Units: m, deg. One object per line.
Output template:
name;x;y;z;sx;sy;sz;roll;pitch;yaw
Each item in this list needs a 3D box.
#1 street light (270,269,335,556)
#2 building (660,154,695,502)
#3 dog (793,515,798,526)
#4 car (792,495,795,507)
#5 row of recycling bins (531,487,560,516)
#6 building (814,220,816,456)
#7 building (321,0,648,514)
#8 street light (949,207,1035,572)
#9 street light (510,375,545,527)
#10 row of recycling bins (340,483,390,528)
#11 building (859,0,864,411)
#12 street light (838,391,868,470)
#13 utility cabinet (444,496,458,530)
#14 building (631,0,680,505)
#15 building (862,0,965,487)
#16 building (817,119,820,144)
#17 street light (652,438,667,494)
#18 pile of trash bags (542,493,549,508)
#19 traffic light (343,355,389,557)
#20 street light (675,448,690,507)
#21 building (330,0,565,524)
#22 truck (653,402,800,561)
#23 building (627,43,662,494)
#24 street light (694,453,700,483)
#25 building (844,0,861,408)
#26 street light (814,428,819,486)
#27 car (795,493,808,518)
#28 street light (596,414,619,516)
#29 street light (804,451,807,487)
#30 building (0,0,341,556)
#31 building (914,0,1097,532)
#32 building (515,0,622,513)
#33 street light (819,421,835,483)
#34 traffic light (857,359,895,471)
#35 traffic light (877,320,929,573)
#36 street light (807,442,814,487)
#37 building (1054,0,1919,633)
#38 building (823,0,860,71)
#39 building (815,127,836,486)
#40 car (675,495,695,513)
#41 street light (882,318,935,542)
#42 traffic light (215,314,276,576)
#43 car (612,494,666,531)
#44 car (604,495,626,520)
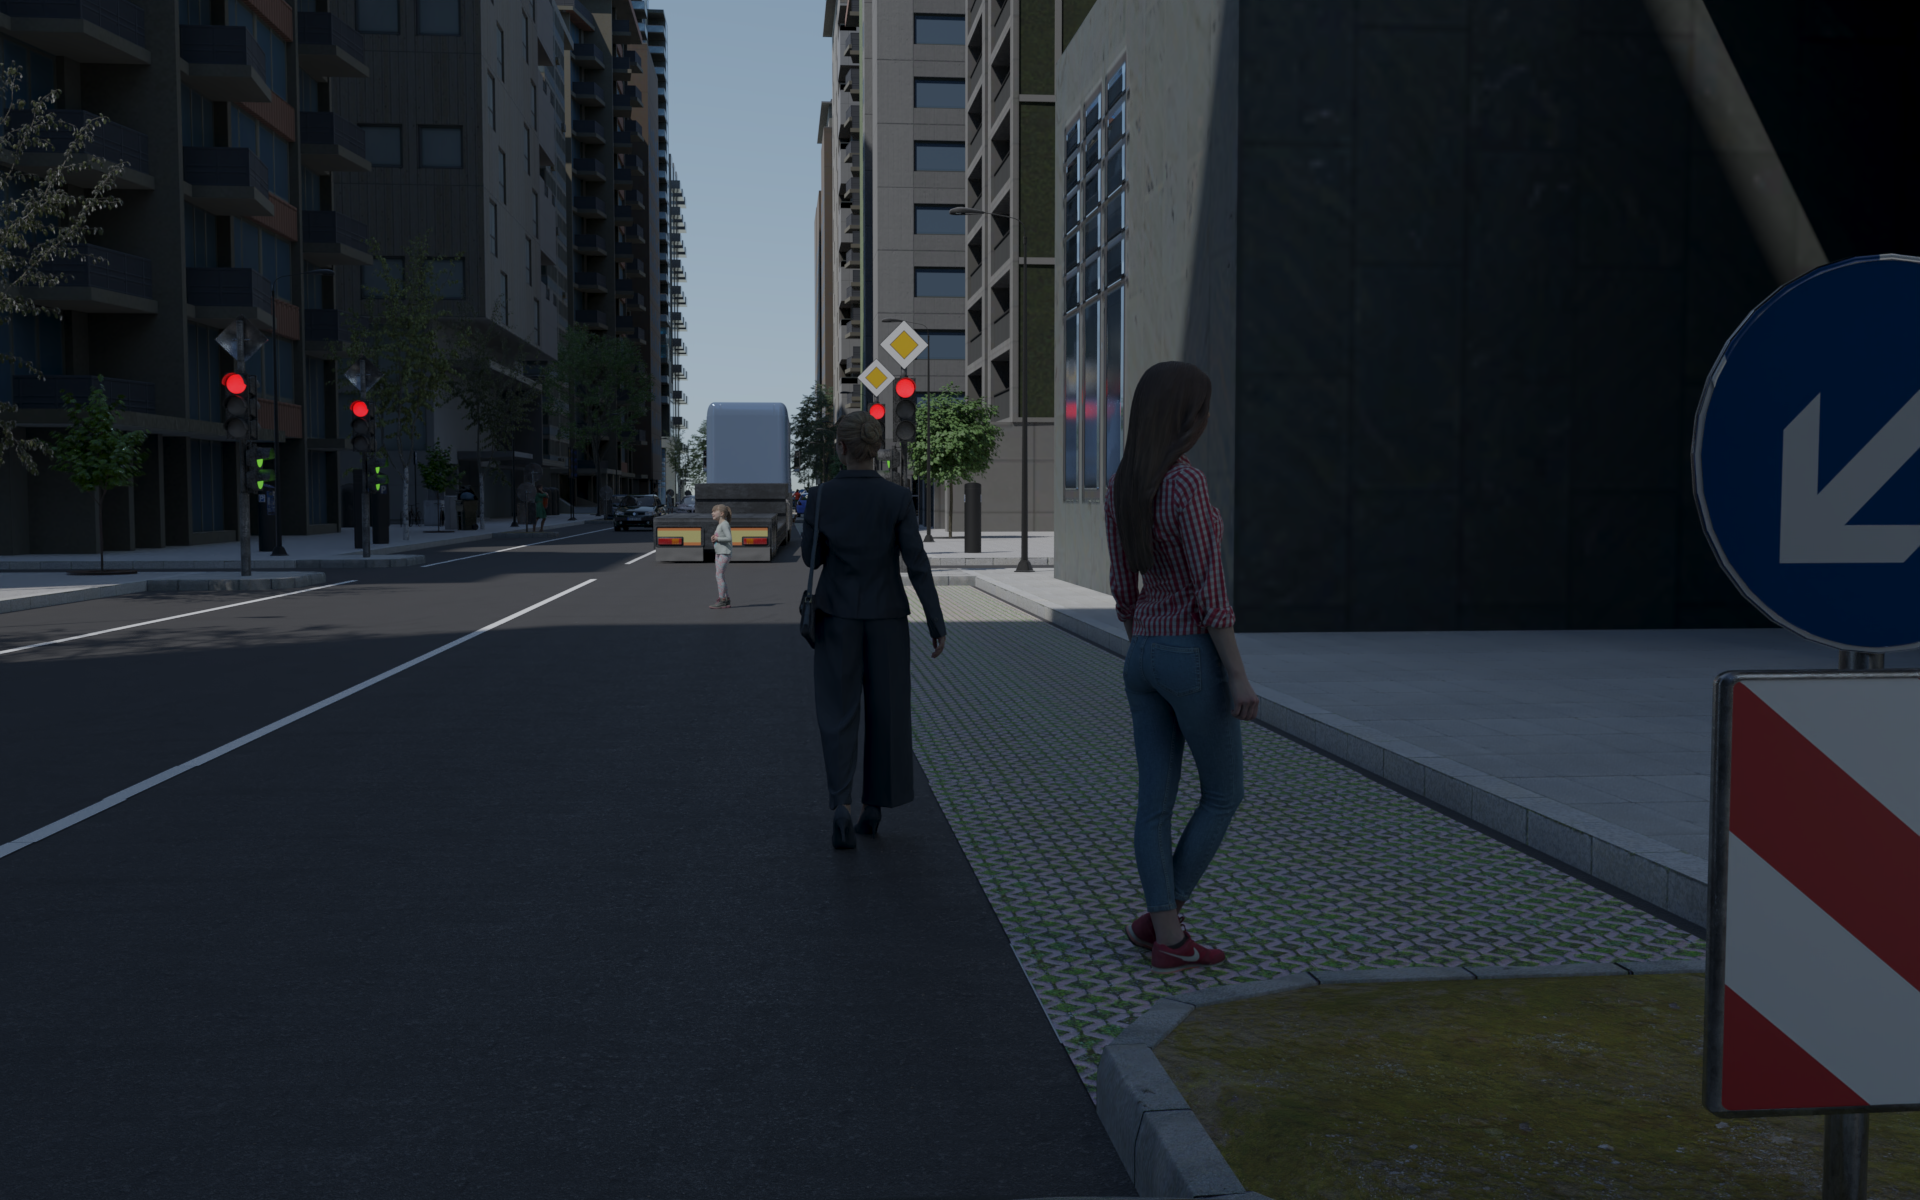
street light;-13.613;-3.874;35.883;1.470;5.913;1.316;0;4;-6
building;-49.091;-37.831;238.139;23.786;49.044;30.456;0;4;-6
dog;-7.612;-3.591;77.998;0.540;0.507;0.406;-2;4;-29
car;-16.156;-9.856;173.142;2.014;1.417;4.499;0;4;-7
row of recycling bins;-24.880;-5.933;104.118;1.069;1.692;3.534;0;4;5
building;-13.443;-36.632;249.051;14.600;45.320;14.200;0;4;-6
building;-38.500;-30.118;147.046;22.147;44.769;28.867;0;4;-6
street light;0.523;-3.409;28.271;1.470;5.913;1.316;0;4;-6
street light;-16.889;-5.817;67.646;1.470;5.913;1.316;0;4;-6
row of recycling bins;-23.294;-3.703;67.662;1.069;1.692;3.534;0;4;4
building;-0.150;-26.870;122.920;14.154;41.232;14.086;0;4;-6
street light;-4.714;-6.472;78.351;1.470;5.913;1.316;0;4;-6
utility cabinet;-18.228;-3.161;62.838;0.306;1.237;1.020;2;4;28
building;-44.746;-54.664;206.431;22.319;86.520;31.000;0;4;-6
building;5.018;-33.959;97.221;21.231;58.520;28.212;0;4;-6
building;-4.087;-39.122;228.877;28.713;52.752;27.495;0;4;-6
street light;-24.895;-10.445;143.311;1.470;5.913;1.316;0;4;-6
pile of trash bags;-25.557;-5.560;100.665;3.447;1.369;1.912;0;4;7
traffic light;-12.010;-2.818;34.990;0.839;4.253;0.868;0;4;-6
street light;-28.181;-12.387;175.073;1.470;5.913;1.316;0;4;-6
building;-34.461;-30.179;82.666;28.713;52.752;27.495;0;4;-6
truck;-5.789;-3.376;44.955;2.967;4.110;18.799;0;4;-4
building;-36.782;-31.747;169.167;14.600;45.320;14.200;0;4;-6
street light;-30.098;-13.518;193.566;1.470;5.913;1.316;0;4;-6
building;1.645;-29.989;144.937;22.147;44.769;28.867;0;4;-6
street light;-9.421;-9.179;122.617;1.470;5.913;1.316;0;4;-6
car;-9.197;-5.930;106.548;1.945;1.707;3.694;0;4;-5
street light;-20.347;-7.788;99.883;1.470;5.913;1.316;0;4;-6
street light;-16.005;-13.089;186.542;1.470;5.913;1.316;0;4;-6
building;-29.336;-24.007;47.134;22.147;44.769;28.867;0;4;-6
building;9.244;-38.155;62.081;20.563;71.187;20.611;0;4;-6
building;-40.495;-26.187;120.040;32.217;40.220;23.993;0;4;-6
street light;-8.031;-8.414;110.109;1.470;5.913;1.316;0;4;-6
traffic light;-1.756;-2.884;36.075;0.839;4.253;0.868;0;4;-6
traffic light;-0.925;-2.398;28.133;0.839;4.253;0.868;0;4;-6
street light;-12.664;-11.122;154.383;1.470;5.913;1.316;0;4;-6
building;14.140;-42.622;9.543;22.319;86.520;31.000;0;4;-6
building;1.136;-35.699;172.921;28.713;52.752;27.495;0;4;-6
building;-9.459;-34.085;207.404;14.600;45.320;14.200;0;4;-6
car;-14.183;-4.929;92.945;2.083;1.381;4.827;0;4;-5
street light;-1.370;-4.485;45.876;1.470;5.913;1.316;0;4;-6
traffic light;-11.179;-2.332;27.048;0.839;4.253;0.868;0;4;-6
car;-12.574;-3.565;68.077;2.009;1.686;4.222;0;4;-4
car;-17.608;-4.806;90.579;2.014;1.417;4.499;0;4;-7
